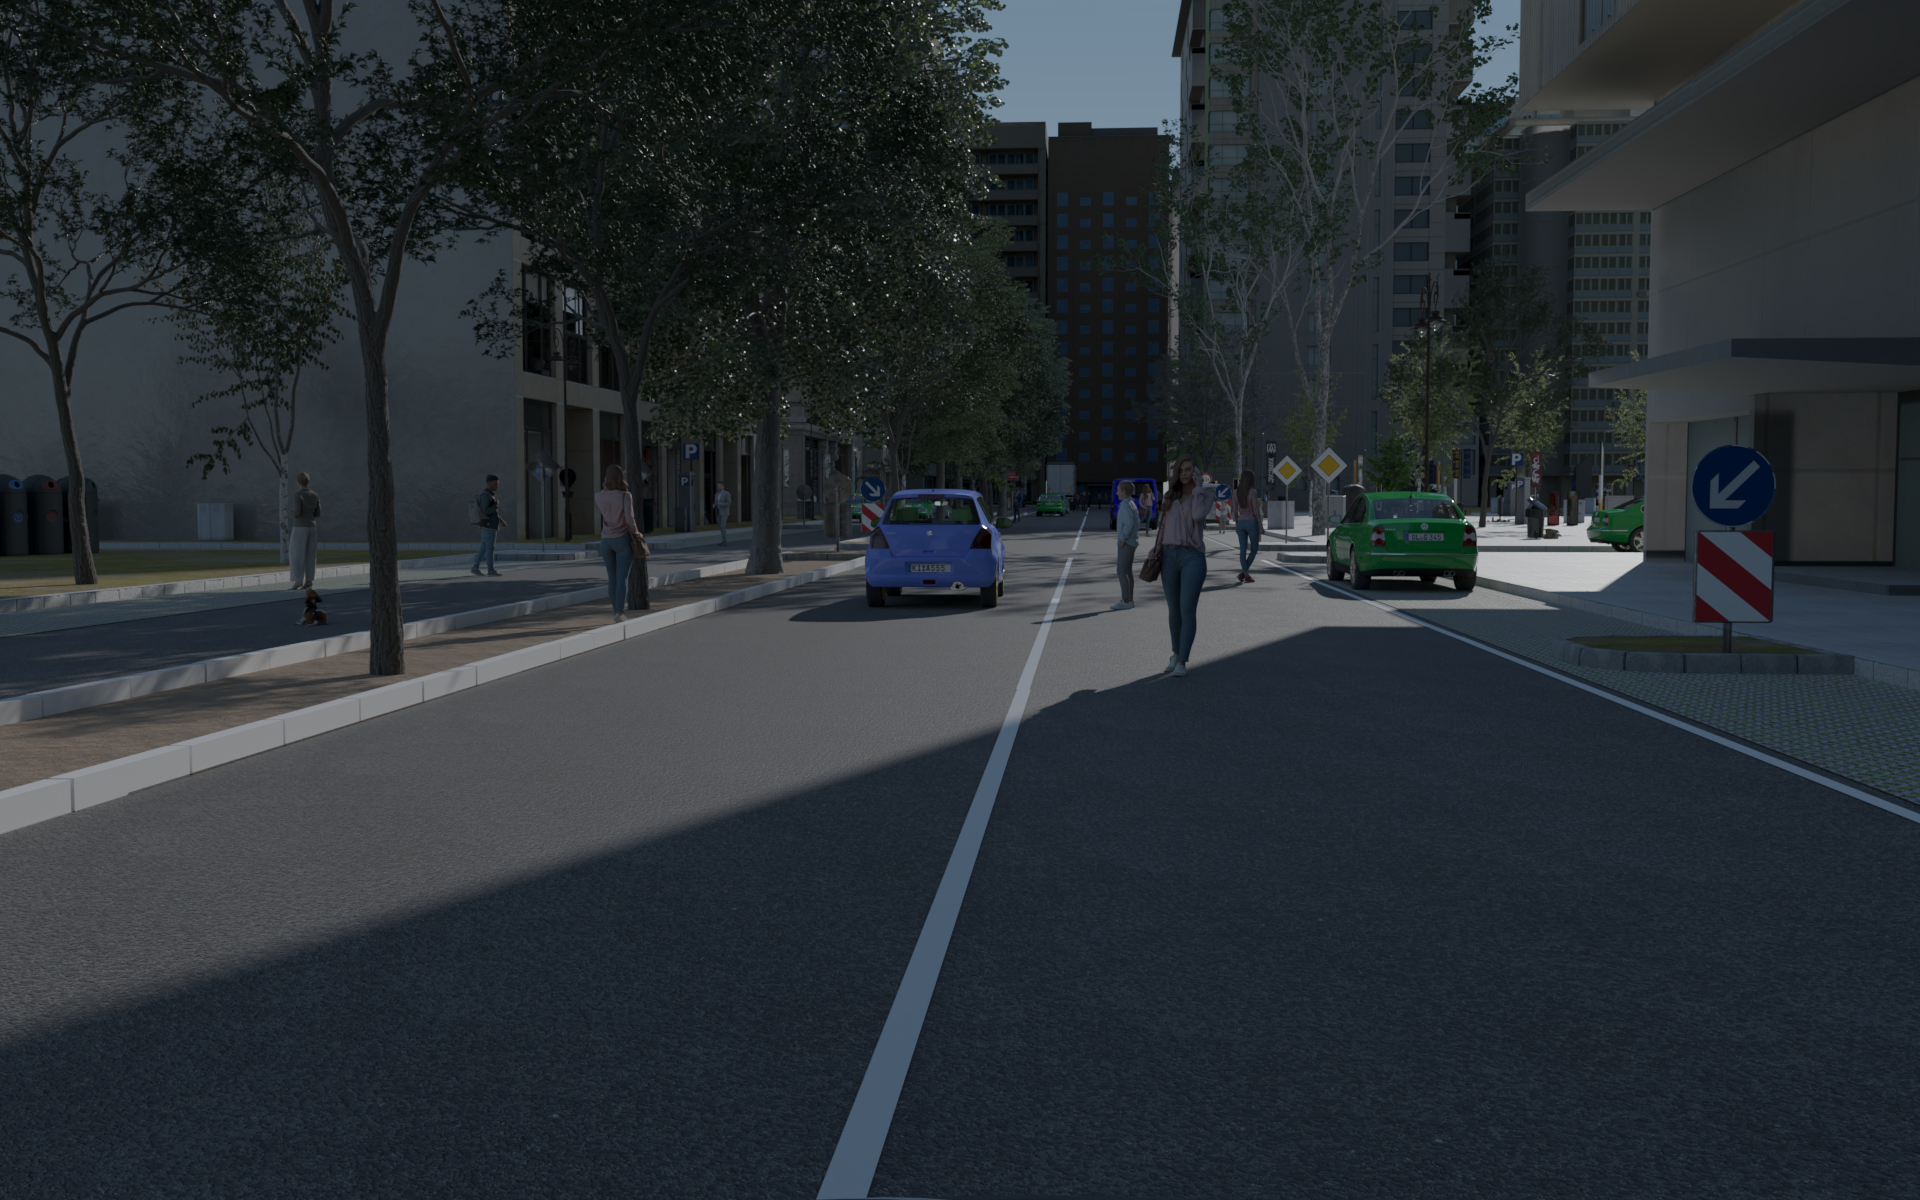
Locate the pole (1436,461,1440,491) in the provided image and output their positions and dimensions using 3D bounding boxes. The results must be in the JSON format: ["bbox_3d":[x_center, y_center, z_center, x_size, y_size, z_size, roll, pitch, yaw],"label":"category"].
[{"bbox_3d":[29.712,-6.960,107.635,0.158,3.312,0.155,0,3,0],"label":"pole"}]

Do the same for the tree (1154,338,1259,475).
[{"bbox_3d":[17.550,-12.610,124.297,7.486,12.596,7.792,0,3,0],"label":"tree"}]

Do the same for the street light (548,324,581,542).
[{"bbox_3d":[-10.585,-4.508,46.498,0.468,5.910,1.993,0,4,4],"label":"street light"}]

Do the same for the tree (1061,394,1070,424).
[{"bbox_3d":[1.368,-9.174,86.863,8.767,10.594,7.601,0,4,4],"label":"tree"}]

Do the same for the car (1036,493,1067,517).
[{"bbox_3d":[5.859,-6.271,111.326,1.959,1.807,4.718,0,4,5],"label":"car"}]

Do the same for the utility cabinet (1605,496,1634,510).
[{"bbox_3d":[25.484,-3.413,66.963,1.020,1.237,0.306,0,4,1],"label":"utility cabinet"}]

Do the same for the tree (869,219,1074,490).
[{"bbox_3d":[-0.094,-9.323,71.897,9.611,12.733,9.660,0,3,0],"label":"tree"}]

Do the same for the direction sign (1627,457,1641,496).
[{"bbox_3d":[41.399,-6.998,106.420,0.876,3.537,0.379,-1,4,-13],"label":"direction sign"}]

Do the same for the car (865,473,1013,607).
[{"bbox_3d":[-0.275,-0.835,23.239,1.945,1.707,3.694,0,4,3],"label":"car"}]

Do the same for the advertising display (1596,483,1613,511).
[{"bbox_3d":[36.996,-5.766,99.483,0.123,1.923,0.974,-3,5,-41],"label":"advertising display"}]

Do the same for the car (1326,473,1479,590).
[{"bbox_3d":[6.834,-1.117,27.060,1.959,1.807,4.718,0,4,4],"label":"car"}]

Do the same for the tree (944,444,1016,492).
[{"bbox_3d":[1.412,-8.586,93.195,4.737,8.622,4.395,0,3,0],"label":"tree"}]

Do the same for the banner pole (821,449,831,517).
[{"bbox_3d":[-7.440,-6.478,95.930,0.863,3.779,0.401,3,5,40],"label":"banner pole"}]

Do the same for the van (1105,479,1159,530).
[{"bbox_3d":[7.105,-4.080,71.087,2.240,2.365,5.245,0,4,4],"label":"van"}]

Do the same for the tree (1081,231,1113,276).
[{"bbox_3d":[12.947,-14.218,88.356,12.611,20.169,13.585,0,3,0],"label":"tree"}]

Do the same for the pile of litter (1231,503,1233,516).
[{"bbox_3d":[16.252,-5.453,103.127,1.719,0.858,1.176,-3,5,-41],"label":"pile of litter"}]

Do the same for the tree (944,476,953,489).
[{"bbox_3d":[-1.322,-11.447,181.764,1.663,3.219,1.824,0,3,0],"label":"tree"}]

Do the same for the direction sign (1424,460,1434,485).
[{"bbox_3d":[31.570,-7.629,116.723,0.379,3.537,0.876,-2,4,-29],"label":"direction sign"}]

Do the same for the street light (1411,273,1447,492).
[{"bbox_3d":[9.803,-3.886,36.326,0.468,5.910,1.993,0,4,4],"label":"street light"}]

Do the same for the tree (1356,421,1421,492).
[{"bbox_3d":[11.366,-3.143,45.988,1.663,3.219,1.824,0,3,0],"label":"tree"}]

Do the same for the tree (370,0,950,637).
[{"bbox_3d":[-3.917,-5.171,21.419,8.767,10.594,7.601,0,4,4],"label":"tree"}]

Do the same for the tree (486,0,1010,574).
[{"bbox_3d":[-3.506,-7.442,30.788,9.857,13.997,8.962,0,3,0],"label":"tree"}]

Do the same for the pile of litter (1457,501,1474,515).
[{"bbox_3d":[30.708,-5.601,105.541,1.719,0.858,1.176,-2,4,-31],"label":"pile of litter"}]

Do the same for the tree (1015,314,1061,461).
[{"bbox_3d":[-1.709,-6.846,48.802,8.767,10.594,7.601,0,4,4],"label":"tree"}]

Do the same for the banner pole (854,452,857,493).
[{"bbox_3d":[-6.234,-6.969,103.953,0.401,3.779,0.863,-1,4,-12],"label":"banner pole"}]

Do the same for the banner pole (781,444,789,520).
[{"bbox_3d":[-8.655,-5.841,85.521,0.401,3.779,0.863,-3,4,-37],"label":"banner pole"}]

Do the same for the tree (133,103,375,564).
[{"bbox_3d":[-12.647,-4.984,31.853,4.360,8.622,3.978,0,3,0],"label":"tree"}]

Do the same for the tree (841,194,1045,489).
[{"bbox_3d":[-0.796,-8.729,63.298,7.486,12.596,7.792,0,3,0],"label":"tree"}]

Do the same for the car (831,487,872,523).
[{"bbox_3d":[-5.393,-4.759,86.613,1.959,1.807,4.718,0,4,6],"label":"car"}]

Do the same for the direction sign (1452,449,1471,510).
[{"bbox_3d":[25.056,-5.785,86.574,0.876,3.537,0.379,1,4,21],"label":"direction sign"}]

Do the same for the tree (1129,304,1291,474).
[{"bbox_3d":[16.103,-12.366,112.558,12.009,13.543,11.850,0,3,0],"label":"tree"}]

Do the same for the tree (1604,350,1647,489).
[{"bbox_3d":[33.627,-8.208,84.569,4.360,8.622,3.978,0,3,0],"label":"tree"}]

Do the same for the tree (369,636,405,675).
[{"bbox_3d":[-4.488,-4.702,13.753,8.767,10.594,7.601,0,4,4],"label":"tree"}]

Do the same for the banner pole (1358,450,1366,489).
[{"bbox_3d":[22.716,-6.597,97.883,0.863,3.779,0.401,-3,5,-42],"label":"banner pole"}]

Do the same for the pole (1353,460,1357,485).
[{"bbox_3d":[23.577,-6.703,103.437,0.158,3.312,0.155,0,3,0],"label":"pole"}]

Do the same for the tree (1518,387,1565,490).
[{"bbox_3d":[36.286,-9.780,110.257,4.737,8.622,4.395,0,3,0],"label":"tree"}]

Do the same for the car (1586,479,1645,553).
[{"bbox_3d":[17.415,-1.977,41.126,4.718,1.807,1.959,0,4,6],"label":"car"}]

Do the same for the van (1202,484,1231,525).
[{"bbox_3d":[10.407,-4.023,72.790,2.013,2.044,4.112,0,4,5],"label":"van"}]

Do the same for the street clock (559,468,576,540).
[{"bbox_3d":[-10.979,-2.688,48.514,0.471,2.002,0.358,-1,4,-15],"label":"street clock"}]

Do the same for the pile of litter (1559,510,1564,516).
[{"bbox_3d":[35.668,-5.391,102.113,1.719,0.858,1.176,0,4,7],"label":"pile of litter"}]

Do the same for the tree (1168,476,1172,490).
[{"bbox_3d":[19.637,-10.126,160.165,1.663,3.219,1.824,0,3,0],"label":"tree"}]

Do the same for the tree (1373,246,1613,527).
[{"bbox_3d":[20.076,-8.054,66.093,8.767,10.594,7.601,0,4,4],"label":"tree"}]

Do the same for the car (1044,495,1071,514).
[{"bbox_3d":[7.067,-6.988,126.249,2.014,1.417,4.499,0,4,5],"label":"car"}]

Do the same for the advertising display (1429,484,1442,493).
[{"bbox_3d":[30.131,-6.399,109.843,0.974,1.923,0.123,-1,4,-22],"label":"advertising display"}]

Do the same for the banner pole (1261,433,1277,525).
[{"bbox_3d":[12.664,-4.976,71.371,0.863,3.779,0.401,-1,4,-10],"label":"banner pole"}]

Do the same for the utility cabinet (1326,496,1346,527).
[{"bbox_3d":[14.374,-3.412,66.947,1.020,1.237,0.306,3,4,36],"label":"utility cabinet"}]

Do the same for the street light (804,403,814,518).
[{"bbox_3d":[-7.435,-6.962,86.610,0.468,5.910,1.993,0,4,4],"label":"street light"}]

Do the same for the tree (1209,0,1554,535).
[{"bbox_3d":[12.012,-12.160,54.703,12.611,20.169,13.585,0,3,0],"label":"tree"}]

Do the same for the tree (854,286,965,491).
[{"bbox_3d":[-1.827,-6.273,55.391,4.360,8.622,3.978,0,3,0],"label":"tree"}]

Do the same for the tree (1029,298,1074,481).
[{"bbox_3d":[2.632,-12.168,108.053,9.857,13.997,8.962,0,3,0],"label":"tree"}]

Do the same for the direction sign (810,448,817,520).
[{"bbox_3d":[-7.186,-5.670,84.698,0.379,3.537,0.876,1,4,15],"label":"direction sign"}]
